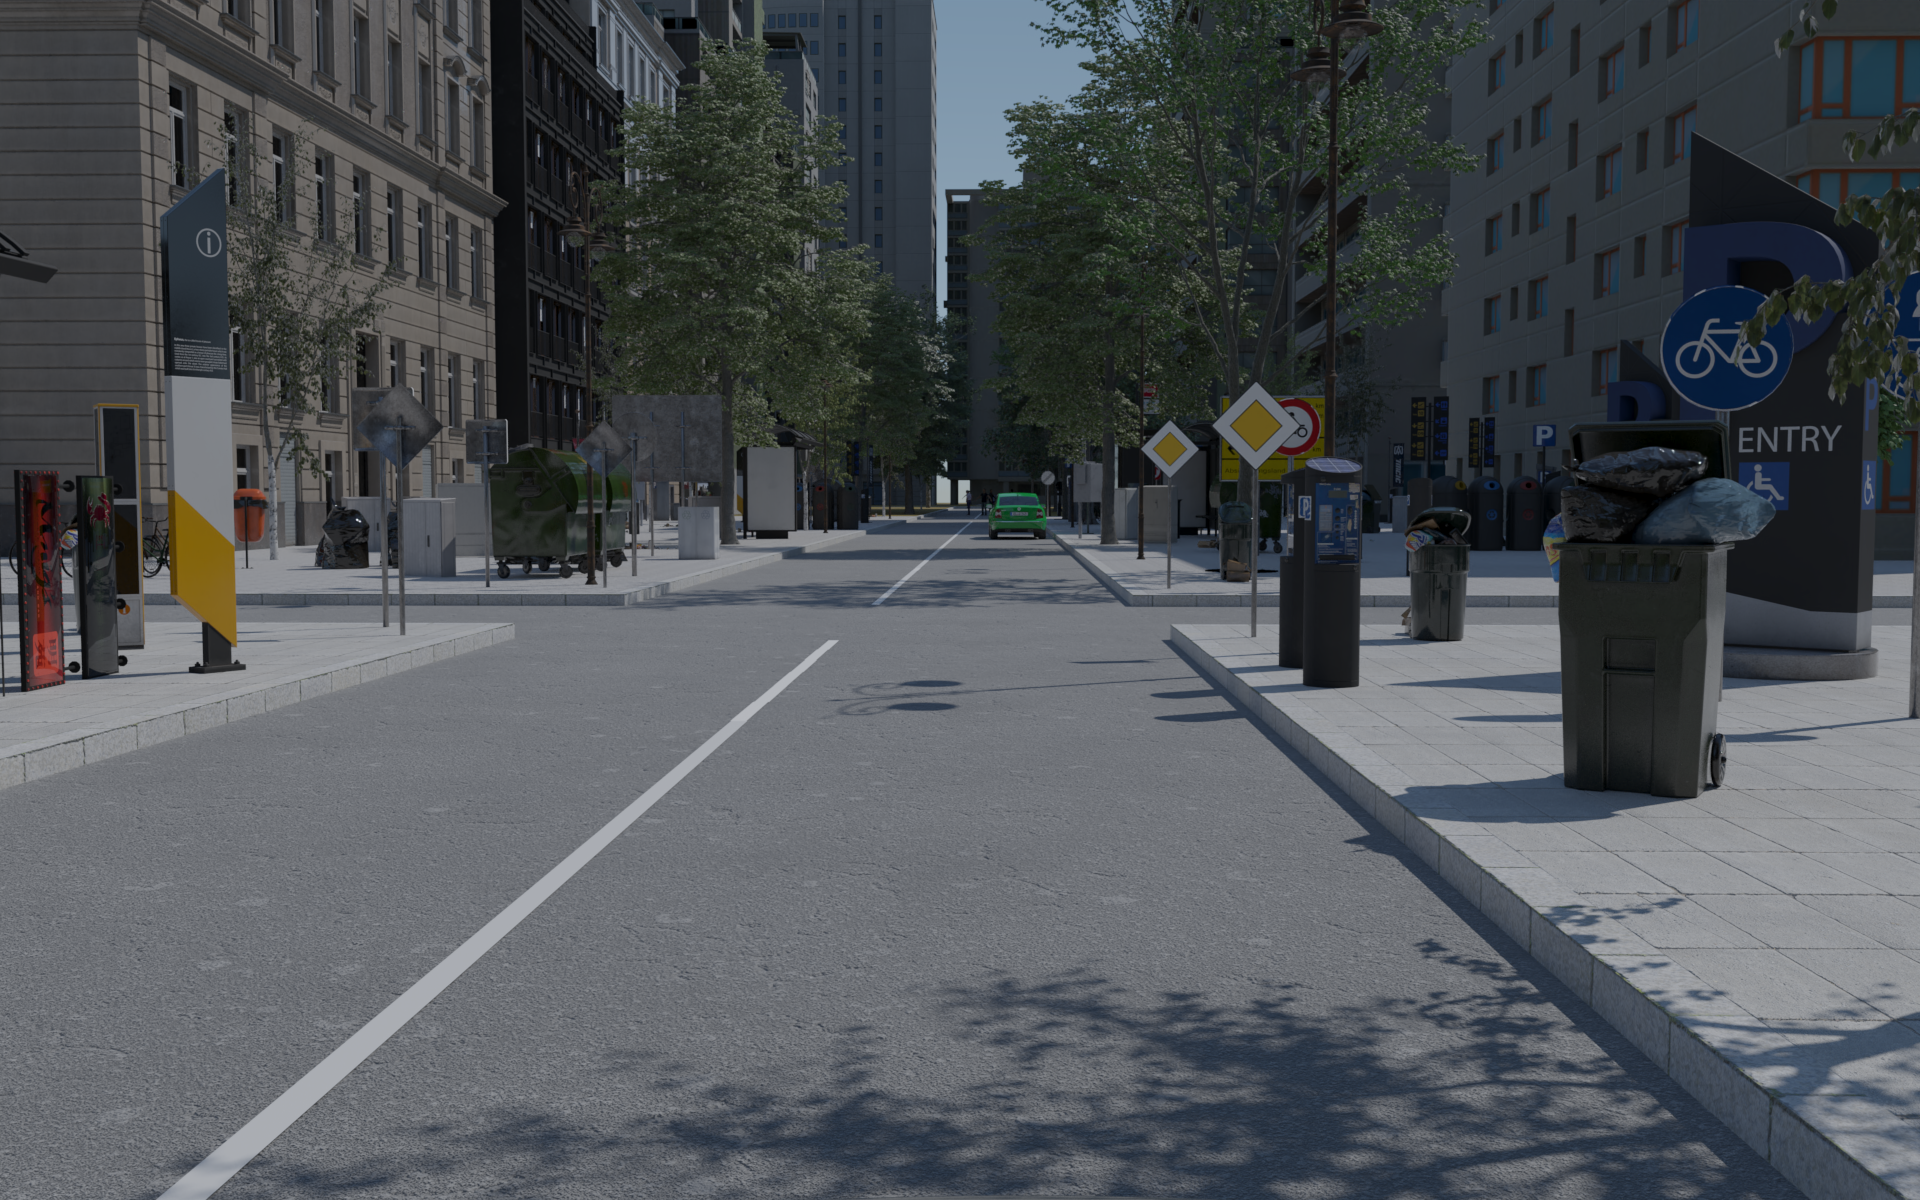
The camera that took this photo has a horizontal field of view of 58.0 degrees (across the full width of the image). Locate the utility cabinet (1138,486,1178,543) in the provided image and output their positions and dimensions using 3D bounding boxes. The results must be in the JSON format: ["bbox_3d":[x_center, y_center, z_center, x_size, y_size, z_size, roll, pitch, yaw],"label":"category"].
[{"bbox_3d":[5.165,-2.242,45.336,0.318,1.500,1.173,-3,4,-38],"label":"utility cabinet"}]

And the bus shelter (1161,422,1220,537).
[{"bbox_3d":[6.961,-3.513,51.353,2.014,3.302,5.546,0,4,1],"label":"bus shelter"}]

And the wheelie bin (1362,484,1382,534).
[{"bbox_3d":[13.328,-2.976,56.558,0.693,1.594,0.980,3,4,37],"label":"wheelie bin"}]

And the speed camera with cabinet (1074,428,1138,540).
[{"bbox_3d":[4.160,-3.361,49.283,0.660,3.252,2.038,-3,5,-43],"label":"speed camera with cabinet"}]

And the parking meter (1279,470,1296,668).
[{"bbox_3d":[2.561,-0.271,12.846,0.372,1.533,0.369,0,3,0],"label":"parking meter"}]

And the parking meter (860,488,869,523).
[{"bbox_3d":[-4.206,-4.160,76.433,0.372,1.533,0.369,0,3,0],"label":"parking meter"}]

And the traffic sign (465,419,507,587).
[{"bbox_3d":[-6.495,-1.323,23.764,0.606,2.300,0.079,1,4,11],"label":"traffic sign"}]

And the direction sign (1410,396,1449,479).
[{"bbox_3d":[10.919,-2.956,40.329,0.876,3.537,0.379,2,4,32],"label":"direction sign"}]

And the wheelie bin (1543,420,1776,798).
[{"bbox_3d":[3.001,0.022,7.541,0.980,1.594,0.693,2,4,32],"label":"wheelie bin"}]

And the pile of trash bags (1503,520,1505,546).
[{"bbox_3d":[12.645,-2.025,42.856,1.912,1.369,3.447,2,4,30],"label":"pile of trash bags"}]

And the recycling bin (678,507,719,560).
[{"bbox_3d":[-5.149,-1.321,34.156,0.722,1.027,0.722,0,4,0],"label":"recycling bin"}]

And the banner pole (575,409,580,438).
[{"bbox_3d":[-11.222,-3.728,50.964,0.401,3.779,0.863,-1,4,-14],"label":"banner pole"}]

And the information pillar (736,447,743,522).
[{"bbox_3d":[-9.886,-5.337,78.614,0.504,3.616,0.183,0,4,-6],"label":"information pillar"}]

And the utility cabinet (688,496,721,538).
[{"bbox_3d":[-7.412,-2.408,50.525,1.020,1.237,0.306,-3,4,-36],"label":"utility cabinet"}]

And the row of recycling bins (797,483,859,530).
[{"bbox_3d":[-5.412,-3.389,62.517,3.534,1.692,1.069,0,4,2],"label":"row of recycling bins"}]

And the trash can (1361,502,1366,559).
[{"bbox_3d":[7.261,-1.280,32.583,0.748,1.137,0.748,0,3,0],"label":"trash can"}]

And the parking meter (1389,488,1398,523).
[{"bbox_3d":[19.043,-4.140,76.100,0.372,1.533,0.369,0,3,0],"label":"parking meter"}]

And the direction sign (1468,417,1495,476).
[{"bbox_3d":[15.409,-3.622,51.222,0.379,3.537,0.876,-3,4,-38],"label":"direction sign"}]

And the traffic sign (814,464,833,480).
[{"bbox_3d":[-5.549,-4.295,70.329,0.768,2.556,0.104,0,4,3],"label":"traffic sign"}]

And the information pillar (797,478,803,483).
[{"bbox_3d":[-7.165,-4.453,77.302,0.304,2.012,0.304,3,4,38],"label":"information pillar"}]

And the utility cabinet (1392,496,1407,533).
[{"bbox_3d":[14.790,-2.811,57.129,1.020,1.237,0.306,3,4,39],"label":"utility cabinet"}]

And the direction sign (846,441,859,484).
[{"bbox_3d":[-4.602,-5.040,74.406,0.379,3.537,0.876,2,4,32],"label":"direction sign"}]

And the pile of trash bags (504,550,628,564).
[{"bbox_3d":[-7.222,-1.425,33.044,1.912,1.369,3.447,1,4,11],"label":"pile of trash bags"}]

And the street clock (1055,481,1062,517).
[{"bbox_3d":[5.684,-5.778,99.041,0.471,2.002,0.358,0,4,-4],"label":"street clock"}]

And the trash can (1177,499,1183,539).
[{"bbox_3d":[5.730,-2.191,47.476,0.748,1.137,0.748,0,3,0],"label":"trash can"}]

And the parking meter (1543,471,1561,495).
[{"bbox_3d":[14.663,-2.276,42.930,0.399,1.863,0.255,1,4,17],"label":"parking meter"}]

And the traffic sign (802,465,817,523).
[{"bbox_3d":[-6.521,-4.625,75.731,0.768,2.556,0.104,1,4,9],"label":"traffic sign"}]

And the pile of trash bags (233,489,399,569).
[{"bbox_3d":[-10.936,-1.255,30.268,3.447,1.369,1.912,-1,4,-11],"label":"pile of trash bags"}]

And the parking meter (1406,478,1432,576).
[{"bbox_3d":[7.170,-1.139,27.041,0.372,1.533,0.369,0,3,0],"label":"parking meter"}]

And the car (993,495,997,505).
[{"bbox_3d":[3.349,-7.922,142.111,1.945,1.354,3.894,0,4,2],"label":"car"}]

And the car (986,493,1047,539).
[{"bbox_3d":[1.829,-2.896,56.143,1.959,1.807,4.718,0,4,0],"label":"car"}]

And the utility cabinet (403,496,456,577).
[{"bbox_3d":[-8.304,-0.972,27.047,1.020,1.237,0.306,3,4,37],"label":"utility cabinet"}]

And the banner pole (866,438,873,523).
[{"bbox_3d":[-4.039,-5.349,77.467,0.401,3.779,0.863,1,4,20],"label":"banner pole"}]

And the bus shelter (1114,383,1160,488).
[{"bbox_3d":[6.059,-5.037,59.992,2.179,5.291,8.768,0,4,1],"label":"bus shelter"}]

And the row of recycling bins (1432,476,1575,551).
[{"bbox_3d":[12.313,-1.963,39.208,3.534,1.692,1.069,0,4,-4],"label":"row of recycling bins"}]

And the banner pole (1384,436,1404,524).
[{"bbox_3d":[18.788,-5.191,74.884,0.863,3.779,0.401,2,4,27],"label":"banner pole"}]

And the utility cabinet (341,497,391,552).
[{"bbox_3d":[-13.182,-1.672,38.492,1.020,1.237,0.306,-3,5,-44],"label":"utility cabinet"}]

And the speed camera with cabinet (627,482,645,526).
[{"bbox_3d":[-13.198,-4.616,69.813,0.660,3.252,2.038,-1,4,-22],"label":"speed camera with cabinet"}]

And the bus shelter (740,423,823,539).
[{"bbox_3d":[-5.382,-3.549,51.950,2.014,3.302,5.546,0,4,1],"label":"bus shelter"}]

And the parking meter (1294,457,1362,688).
[{"bbox_3d":[2.490,-0.194,11.582,0.372,1.533,0.369,0,3,0],"label":"parking meter"}]

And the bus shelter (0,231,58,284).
[{"bbox_3d":[-7.388,-0.950,9.463,2.014,3.302,5.546,0,4,1],"label":"bus shelter"}]

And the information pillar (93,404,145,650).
[{"bbox_3d":[-6.937,-0.599,14.292,0.304,2.012,0.304,-2,4,-33],"label":"information pillar"}]

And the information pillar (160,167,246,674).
[{"bbox_3d":[-5.415,-1.284,12.352,0.183,3.616,0.504,2,4,31],"label":"information pillar"}]

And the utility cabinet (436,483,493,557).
[{"bbox_3d":[-10.015,-1.621,35.187,1.173,1.500,0.318,-2,4,-26],"label":"utility cabinet"}]

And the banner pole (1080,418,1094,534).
[{"bbox_3d":[4.019,-4.006,55.521,0.401,3.779,0.863,2,4,29],"label":"banner pole"}]

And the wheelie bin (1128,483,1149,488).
[{"bbox_3d":[5.220,-2.638,51.035,0.980,1.594,0.693,-1,4,-14],"label":"wheelie bin"}]

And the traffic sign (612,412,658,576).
[{"bbox_3d":[-5.085,-1.643,26.975,0.768,2.556,0.104,0,4,8],"label":"traffic sign"}]
